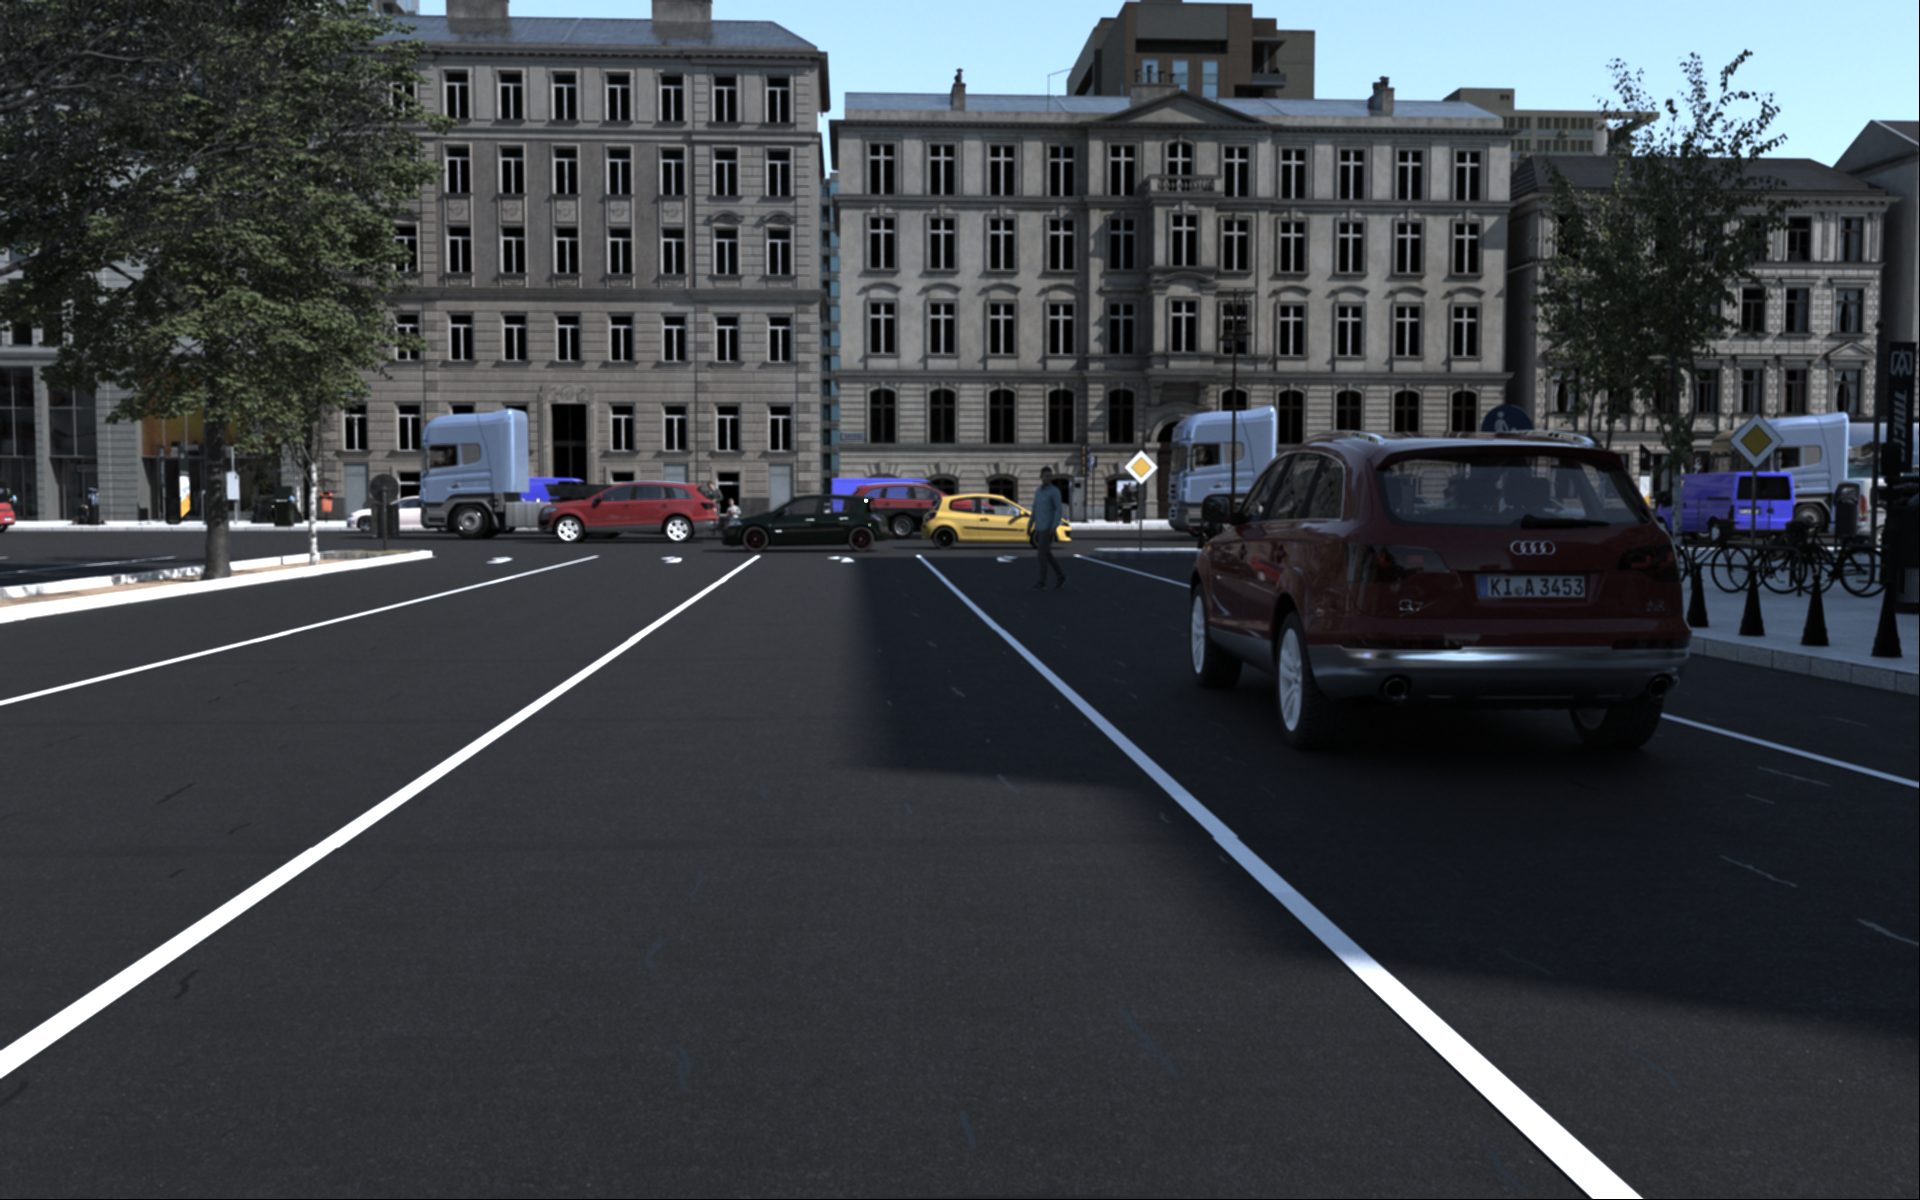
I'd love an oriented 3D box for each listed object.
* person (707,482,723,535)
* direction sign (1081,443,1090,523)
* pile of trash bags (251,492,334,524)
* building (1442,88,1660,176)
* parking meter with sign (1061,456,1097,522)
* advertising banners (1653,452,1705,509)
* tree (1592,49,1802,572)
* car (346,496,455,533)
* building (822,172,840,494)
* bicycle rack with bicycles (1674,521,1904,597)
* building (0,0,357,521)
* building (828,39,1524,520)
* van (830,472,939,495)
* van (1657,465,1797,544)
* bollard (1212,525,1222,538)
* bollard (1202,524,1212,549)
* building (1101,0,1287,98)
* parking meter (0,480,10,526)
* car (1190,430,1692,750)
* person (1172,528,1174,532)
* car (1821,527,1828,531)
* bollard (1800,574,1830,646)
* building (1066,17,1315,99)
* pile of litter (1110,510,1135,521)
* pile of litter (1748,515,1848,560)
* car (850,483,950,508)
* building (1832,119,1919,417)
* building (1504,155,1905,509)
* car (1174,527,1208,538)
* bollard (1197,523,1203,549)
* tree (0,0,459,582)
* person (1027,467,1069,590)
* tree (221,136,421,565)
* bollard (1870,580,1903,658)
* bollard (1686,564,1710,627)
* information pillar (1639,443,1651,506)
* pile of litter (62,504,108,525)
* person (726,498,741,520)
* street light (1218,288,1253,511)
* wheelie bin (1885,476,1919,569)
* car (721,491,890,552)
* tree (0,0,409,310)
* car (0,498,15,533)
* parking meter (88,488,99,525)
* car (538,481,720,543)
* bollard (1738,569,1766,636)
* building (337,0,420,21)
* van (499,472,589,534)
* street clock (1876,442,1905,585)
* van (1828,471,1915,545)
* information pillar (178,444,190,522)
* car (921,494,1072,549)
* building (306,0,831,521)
[{"bbox_3d":[-8.517,-3.164,60.040,0.655,1.846,0.447,1,4,22],"label":"person"},{"bbox_3d":[5.630,-5.241,77.684,0.379,3.537,0.876,2,4,27],"label":"direction sign"},{"bbox_3d":[-29.470,-4.080,76.456,3.447,1.369,1.912,-1,4,-23],"label":"pile of trash bags"},{"bbox_3d":[50.434,-29.353,171.802,23.993,40.220,32.217,0,4,-4],"label":"building"},{"bbox_3d":[5.313,-5.046,78.757,1.738,3.016,0.543,-1,4,-20],"label":"parking meter with sign"},{"bbox_3d":[30.115,-4.671,72.562,2.074,3.025,0.090,3,5,41],"label":"advertising banners"},{"bbox_3d":[11.564,-4.768,28.313,4.737,8.622,4.395,0,3,0],"label":"tree"},{"bbox_3d":[-20.584,-3.229,65.160,4.827,1.381,2.083,0,4,-4],"label":"car"},{"bbox_3d":[-6.225,-38.848,254.780,30.456,49.044,23.786,0,4,-4],"label":"building"},{"bbox_3d":[10.934,-0.563,22.591,2.852,0.926,2.925,-1,4,-20],"label":"bicycle rack with bicycles"},{"bbox_3d":[-46.607,-18.894,86.405,29.804,29.767,11.434,0,4,-4],"label":"building"},{"bbox_3d":[10.556,-16.669,91.622,34.723,24.649,14.460,0,4,-4],"label":"building"},{"bbox_3d":[-2.445,-3.809,66.655,5.245,2.365,2.240,0,4,-4],"label":"van"},{"bbox_3d":[21.988,-2.794,50.073,2.240,2.365,5.245,0,4,-2],"label":"van"},{"bbox_3d":[5.773,-1.364,38.350,0.229,0.601,0.229,0,3,0],"label":"bollard"},{"bbox_3d":[5.705,-1.427,39.374,0.229,0.601,0.229,0,3,0],"label":"bollard"},{"bbox_3d":[20.573,-30.983,156.679,14.600,45.320,14.200,0,4,-4],"label":"building"},{"bbox_3d":[-38.674,-3.937,70.087,0.399,1.863,0.255,0,4,3],"label":"parking meter"},{"bbox_3d":[2.813,-0.159,11.275,2.281,1.827,5.304,0,4,-2],"label":"car"},{"bbox_3d":[8.232,-3.171,65.365,0.505,1.210,0.382,1,4,18],"label":"person"},{"bbox_3d":[35.412,-3.405,67.472,4.920,1.459,2.131,0,4,-4],"label":"car"},{"bbox_3d":[7.260,0.083,14.691,0.229,0.601,0.229,0,3,0],"label":"bollard"},{"bbox_3d":[22.546,-33.694,174.606,21.300,48.544,21.600,0,4,-4],"label":"building"},{"bbox_3d":[7.798,-4.233,83.176,1.176,0.858,1.719,-1,4,-22],"label":"pile of litter"},{"bbox_3d":[16.522,-1.234,34.144,1.176,0.858,1.719,-3,5,-44],"label":"pile of litter"},{"bbox_3d":[-1.420,-3.098,59.333,5.304,1.827,2.281,0,4,-5],"label":"car"},{"bbox_3d":[56.578,-14.881,92.452,18.267,20.994,9.793,0,4,-4],"label":"building"},{"bbox_3d":[37.591,-13.916,92.154,19.286,19.102,10.561,0,4,-4],"label":"building"},{"bbox_3d":[9.345,-2.971,57.613,4.494,1.783,2.155,0,4,-5],"label":"car"},{"bbox_3d":[5.640,-1.490,40.399,0.229,0.601,0.229,0,3,0],"label":"bollard"},{"bbox_3d":[-12.140,-6.572,28.035,7.486,12.596,7.792,0,3,0],"label":"tree"},{"bbox_3d":[1.352,-1.077,25.974,0.748,1.841,0.638,-2,4,-24],"label":"person"},{"bbox_3d":[-12.988,-5.007,34.690,4.360,8.622,3.978,0,3,0],"label":"tree"},{"bbox_3d":[7.321,0.145,13.666,0.229,0.601,0.229,0,3,0],"label":"bollard"},{"bbox_3d":[7.131,-0.043,16.746,0.229,0.601,0.229,0,3,0],"label":"bollard"},{"bbox_3d":[31.492,-5.405,79.723,0.504,3.616,0.183,0,4,-5],"label":"information pillar"},{"bbox_3d":[-36.614,-3.580,72.502,1.719,0.858,1.176,0,4,5],"label":"pile of litter"},{"bbox_3d":[-6.804,-2.407,52.127,0.425,1.301,0.394,-1,4,-20],"label":"person"},{"bbox_3d":[6.183,-4.054,39.070,0.468,5.910,1.993,0,4,-4],"label":"street light"},{"bbox_3d":[16.507,-1.352,30.007,0.693,1.594,0.980,-3,4,-37],"label":"wheelie bin"},{"bbox_3d":[-3.864,-2.055,43.384,4.222,1.686,2.009,0,4,-4],"label":"car"},{"bbox_3d":[-11.440,-6.445,18.201,12.009,13.543,11.850,0,3,0],"label":"tree"},{"bbox_3d":[-37.093,-3.322,63.358,4.494,1.783,2.155,0,4,-3],"label":"car"},{"bbox_3d":[-35.492,-3.825,70.948,0.372,1.533,0.369,0,3,0],"label":"parking meter"},{"bbox_3d":[-9.819,-2.614,51.405,5.304,1.827,2.281,0,4,-5],"label":"car"},{"bbox_3d":[7.193,0.020,15.715,0.229,0.601,0.229,0,3,0],"label":"bollard"},{"bbox_3d":[-57.795,-32.143,145.153,23.786,49.044,30.456,0,4,-4],"label":"building"},{"bbox_3d":[-15.018,-3.580,62.923,5.245,2.365,2.240,0,4,-2],"label":"van"},{"bbox_3d":[13.065,-1.210,24.352,0.358,2.002,0.471,2,4,24],"label":"street clock"},{"bbox_3d":[24.829,-2.315,44.856,4.112,2.044,2.013,0,4,-3],"label":"van"},{"bbox_3d":[-36.290,-5.483,80.996,0.183,3.616,0.504,2,4,33],"label":"information pillar"},{"bbox_3d":[0.955,-2.168,45.673,3.980,1.641,2.015,0,4,-2],"label":"car"},{"bbox_3d":[-19.235,-17.822,88.648,25.104,27.353,12.463,0,4,-4],"label":"building"}]
